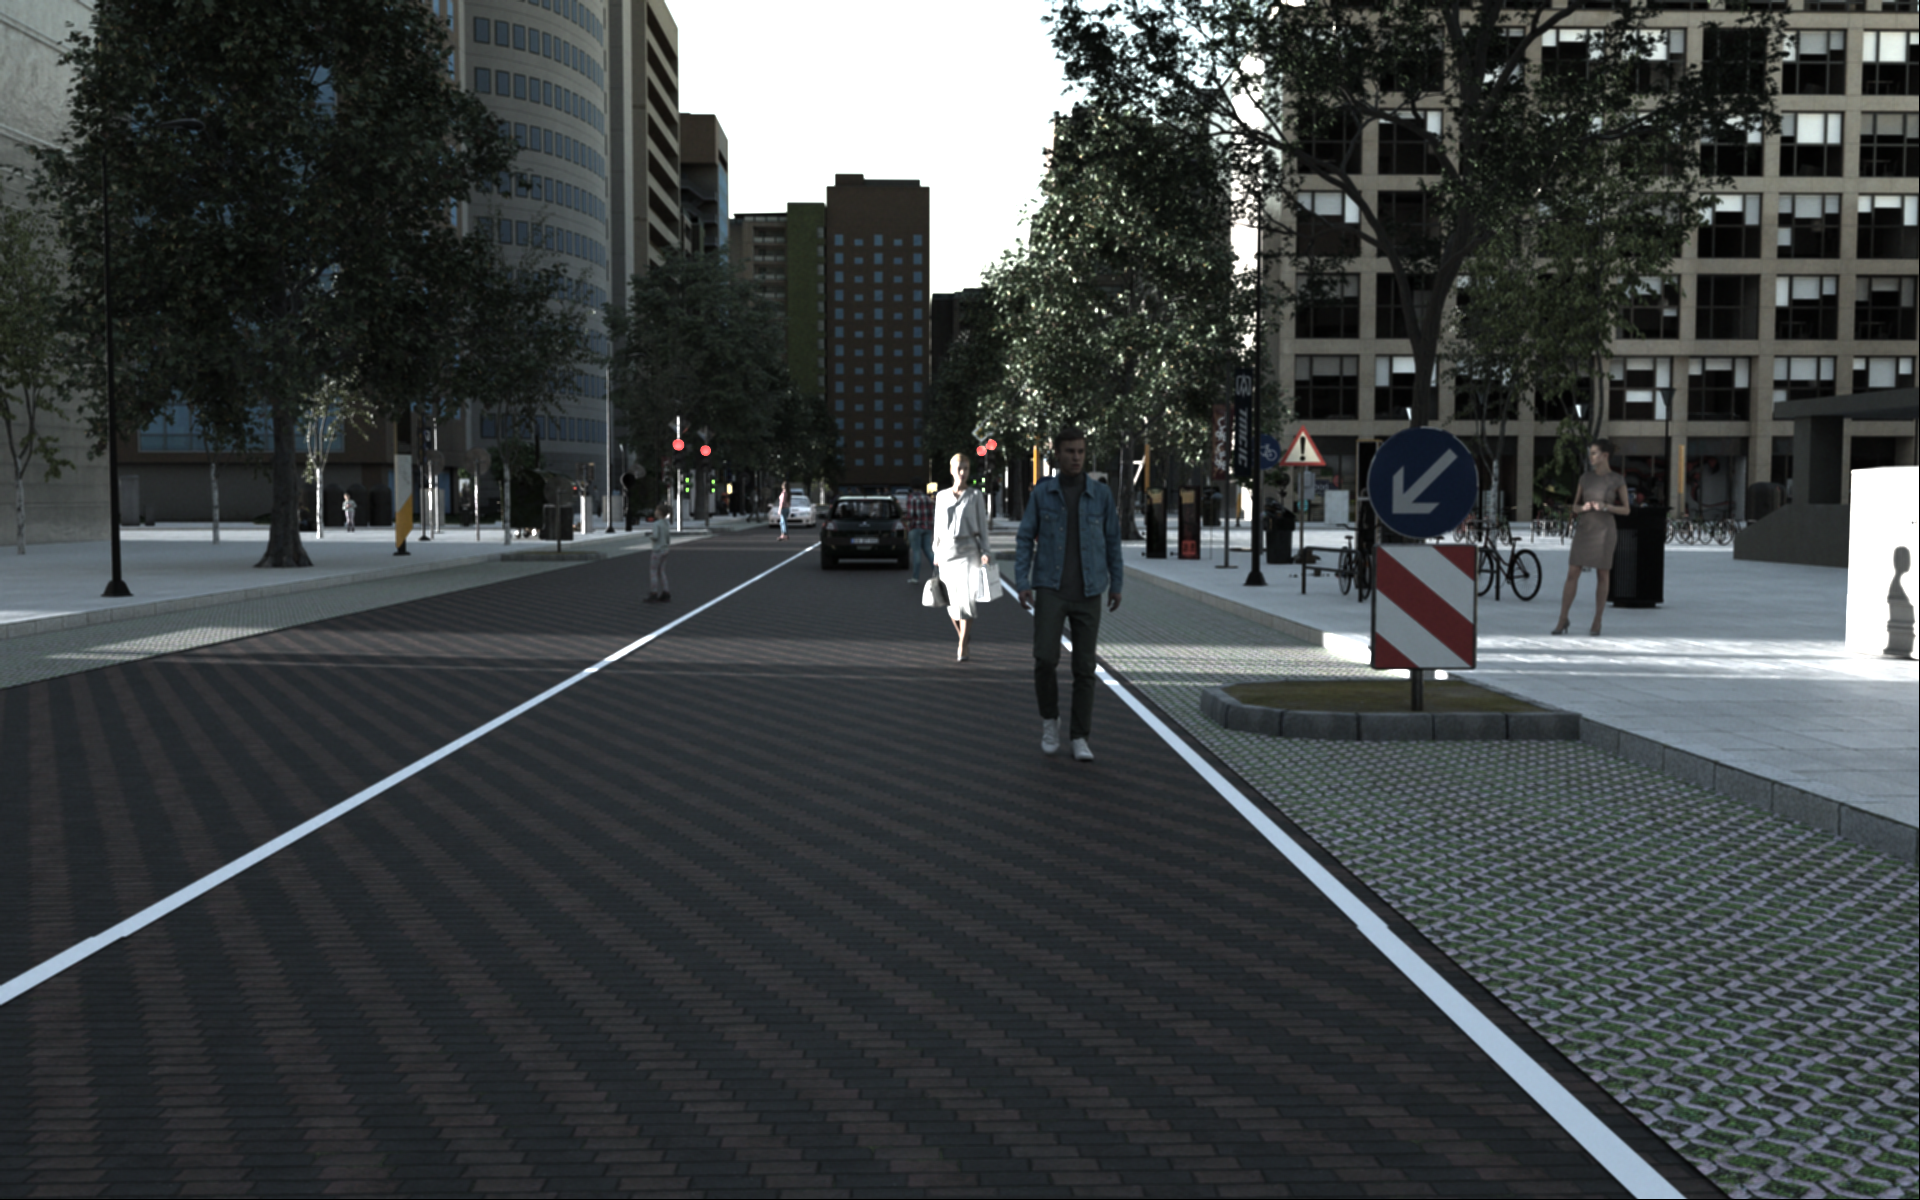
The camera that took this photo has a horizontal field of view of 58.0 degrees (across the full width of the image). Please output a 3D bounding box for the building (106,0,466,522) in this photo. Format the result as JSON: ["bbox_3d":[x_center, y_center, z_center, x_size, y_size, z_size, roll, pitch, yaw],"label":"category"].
[{"bbox_3d":[-33.022,-26.533,83.919,14.600,45.320,14.200,0,4,-2],"label":"building"}]

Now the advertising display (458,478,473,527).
[{"bbox_3d":[-19.434,-3.847,68.112,0.123,1.923,0.974,-3,5,-43],"label":"advertising display"}]

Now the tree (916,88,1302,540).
[{"bbox_3d":[4.749,-8.008,47.942,9.611,12.733,9.660,0,3,0],"label":"tree"}]

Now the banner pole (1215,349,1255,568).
[{"bbox_3d":[4.814,-2.453,30.125,0.863,3.779,0.401,-3,4,-37],"label":"banner pole"}]

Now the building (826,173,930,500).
[{"bbox_3d":[-11.389,-36.370,244.752,14.200,45.320,14.600,0,4,-2],"label":"building"}]

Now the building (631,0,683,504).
[{"bbox_3d":[-36.812,-32.397,153.389,21.300,48.544,21.600,0,4,-2],"label":"building"}]

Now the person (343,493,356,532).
[{"bbox_3d":[-20.758,-2.974,58.947,0.425,1.301,0.394,-2,4,-27],"label":"person"}]

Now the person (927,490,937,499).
[{"bbox_3d":[-2.725,-9.069,156.748,1.348,1.831,0.705,0,4,-2],"label":"person"}]

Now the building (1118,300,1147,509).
[{"bbox_3d":[20.782,-16.427,136.031,16.820,18.784,16.811,0,4,-2],"label":"building"}]

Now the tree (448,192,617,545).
[{"bbox_3d":[-11.113,-5.680,43.234,4.360,8.622,3.978,0,3,0],"label":"tree"}]

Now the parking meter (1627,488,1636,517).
[{"bbox_3d":[26.985,-3.747,69.680,0.372,1.533,0.369,0,3,0],"label":"parking meter"}]

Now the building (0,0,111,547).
[{"bbox_3d":[-44.720,-16.052,38.866,44.131,29.872,17.030,0,4,-2],"label":"building"}]

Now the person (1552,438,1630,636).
[{"bbox_3d":[5.723,-0.570,15.706,0.599,1.781,0.374,3,5,39],"label":"person"}]

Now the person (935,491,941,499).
[{"bbox_3d":[-1.901,-9.591,165.990,1.217,1.739,0.721,-2,4,-35],"label":"person"}]

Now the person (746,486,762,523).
[{"bbox_3d":[-10.231,-4.746,86.195,0.850,1.850,0.679,0,4,-8],"label":"person"}]

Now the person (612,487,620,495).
[{"bbox_3d":[-23.424,-6.822,117.847,0.793,1.790,0.793,2,4,26],"label":"person"}]

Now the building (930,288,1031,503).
[{"bbox_3d":[2.757,-28.989,245.667,14.107,30.474,14.160,0,4,-2],"label":"building"}]

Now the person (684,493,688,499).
[{"bbox_3d":[-17.467,-6.441,111.631,0.573,1.790,0.520,1,4,21],"label":"person"}]

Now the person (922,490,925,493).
[{"bbox_3d":[-2.965,-8.158,142.065,0.419,1.800,0.721,-2,4,-24],"label":"person"}]

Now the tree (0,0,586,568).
[{"bbox_3d":[-11.914,-6.934,30.374,9.611,12.733,9.660,0,3,0],"label":"tree"}]

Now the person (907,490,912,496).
[{"bbox_3d":[-4.346,-8.772,151.934,1.348,1.823,0.705,3,5,39],"label":"person"}]

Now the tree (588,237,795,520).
[{"bbox_3d":[-12.961,-10.921,85.213,9.857,13.997,8.962,0,3,0],"label":"tree"}]

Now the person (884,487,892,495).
[{"bbox_3d":[-4.182,-5.606,99.959,0.655,1.846,0.447,2,4,35],"label":"person"}]

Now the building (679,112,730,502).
[{"bbox_3d":[-34.421,-33.642,200.154,14.200,45.320,14.600,0,4,-2],"label":"building"}]

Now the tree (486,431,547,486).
[{"bbox_3d":[-23.107,-6.491,89.835,4.285,4.588,4.351,0,3,0],"label":"tree"}]

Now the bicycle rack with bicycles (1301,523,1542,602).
[{"bbox_3d":[5.554,-0.511,21.744,2.852,0.926,2.925,-1,4,-10],"label":"bicycle rack with bicycles"}]

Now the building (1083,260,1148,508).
[{"bbox_3d":[18.461,-23.980,163.780,14.160,30.474,14.107,0,4,-2],"label":"building"}]

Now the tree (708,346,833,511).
[{"bbox_3d":[-14.933,-13.080,130.859,9.611,12.733,9.660,0,3,0],"label":"tree"}]

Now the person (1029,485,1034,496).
[{"bbox_3d":[2.807,-3.460,65.411,0.444,1.785,0.601,2,4,27],"label":"person"}]

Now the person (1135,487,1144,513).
[{"bbox_3d":[12.034,-6.685,115.698,0.624,1.780,0.694,3,5,41],"label":"person"}]

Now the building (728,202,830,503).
[{"bbox_3d":[-25.520,-34.293,244.291,14.086,41.232,14.154,0,4,-2],"label":"building"}]

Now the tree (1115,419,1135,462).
[{"bbox_3d":[10.810,-8.742,93.302,4.360,8.622,3.978,0,3,0],"label":"tree"}]

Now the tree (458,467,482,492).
[{"bbox_3d":[-28.102,-6.377,98.857,1.663,3.219,1.824,0,3,0],"label":"tree"}]

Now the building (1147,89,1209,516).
[{"bbox_3d":[19.449,-17.946,111.435,12.078,24.808,19.932,0,4,-2],"label":"building"}]

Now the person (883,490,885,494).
[{"bbox_3d":[-7.583,-9.999,171.974,0.705,1.826,1.348,0,4,7],"label":"person"}]

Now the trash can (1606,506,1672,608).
[{"bbox_3d":[7.659,-0.488,19.638,0.748,1.137,0.748,0,3,0],"label":"trash can"}]

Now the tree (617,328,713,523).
[{"bbox_3d":[-12.874,-7.677,75.878,4.360,8.622,3.978,0,3,0],"label":"tree"}]

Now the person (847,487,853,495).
[{"bbox_3d":[-6.020,-5.328,95.524,0.836,1.842,0.656,-3,5,-45],"label":"person"}]

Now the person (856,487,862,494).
[{"bbox_3d":[-5.997,-5.661,100.859,0.447,1.846,0.655,1,4,17],"label":"person"}]

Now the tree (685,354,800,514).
[{"bbox_3d":[-13.857,-10.657,108.659,8.767,10.594,7.601,0,4,7],"label":"tree"}]

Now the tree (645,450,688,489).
[{"bbox_3d":[-22.087,-8.843,128.291,4.285,4.588,4.351,0,3,0],"label":"tree"}]

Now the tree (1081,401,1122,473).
[{"bbox_3d":[9.839,-10.568,123.144,4.737,8.622,4.395,0,3,0],"label":"tree"}]

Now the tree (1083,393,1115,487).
[{"bbox_3d":[8.333,-9.199,100.766,4.360,8.622,3.978,0,3,0],"label":"tree"}]

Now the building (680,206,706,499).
[{"bbox_3d":[-33.109,-24.506,172.376,14.160,30.474,14.107,0,4,-2],"label":"building"}]

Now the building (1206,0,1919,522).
[{"bbox_3d":[31.285,-17.385,88.755,34.151,26.468,19.350,0,4,-2],"label":"building"}]

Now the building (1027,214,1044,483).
[{"bbox_3d":[16.871,-34.336,244.984,14.086,41.232,14.154,0,4,-2],"label":"building"}]

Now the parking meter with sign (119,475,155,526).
[{"bbox_3d":[-33.155,-4.458,69.155,1.738,3.016,0.543,-2,4,-31],"label":"parking meter with sign"}]

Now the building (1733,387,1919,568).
[{"bbox_3d":[31.544,-20.463,26.457,32.217,40.220,23.993,0,4,-2],"label":"building"}]

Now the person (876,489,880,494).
[{"bbox_3d":[-5.190,-6.200,110.221,0.624,1.780,0.694,2,4,30],"label":"person"}]

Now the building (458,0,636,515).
[{"bbox_3d":[-34.876,-35.158,116.834,21.231,58.520,28.212,0,4,-2],"label":"building"}]

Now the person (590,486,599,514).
[{"bbox_3d":[-23.113,-6.310,109.413,0.583,1.804,0.606,0,4,3],"label":"person"}]

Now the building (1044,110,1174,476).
[{"bbox_3d":[17.257,-33.733,201.639,14.600,45.320,14.200,0,4,-2],"label":"building"}]

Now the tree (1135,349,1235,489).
[{"bbox_3d":[10.738,-8.101,82.815,4.360,8.622,3.978,0,3,0],"label":"tree"}]

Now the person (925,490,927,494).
[{"bbox_3d":[-3.325,-10.060,172.989,0.705,1.822,1.348,-2,4,-35],"label":"person"}]

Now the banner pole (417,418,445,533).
[{"bbox_3d":[-17.367,-4.081,56.744,0.863,3.779,0.401,0,4,-6],"label":"banner pole"}]
